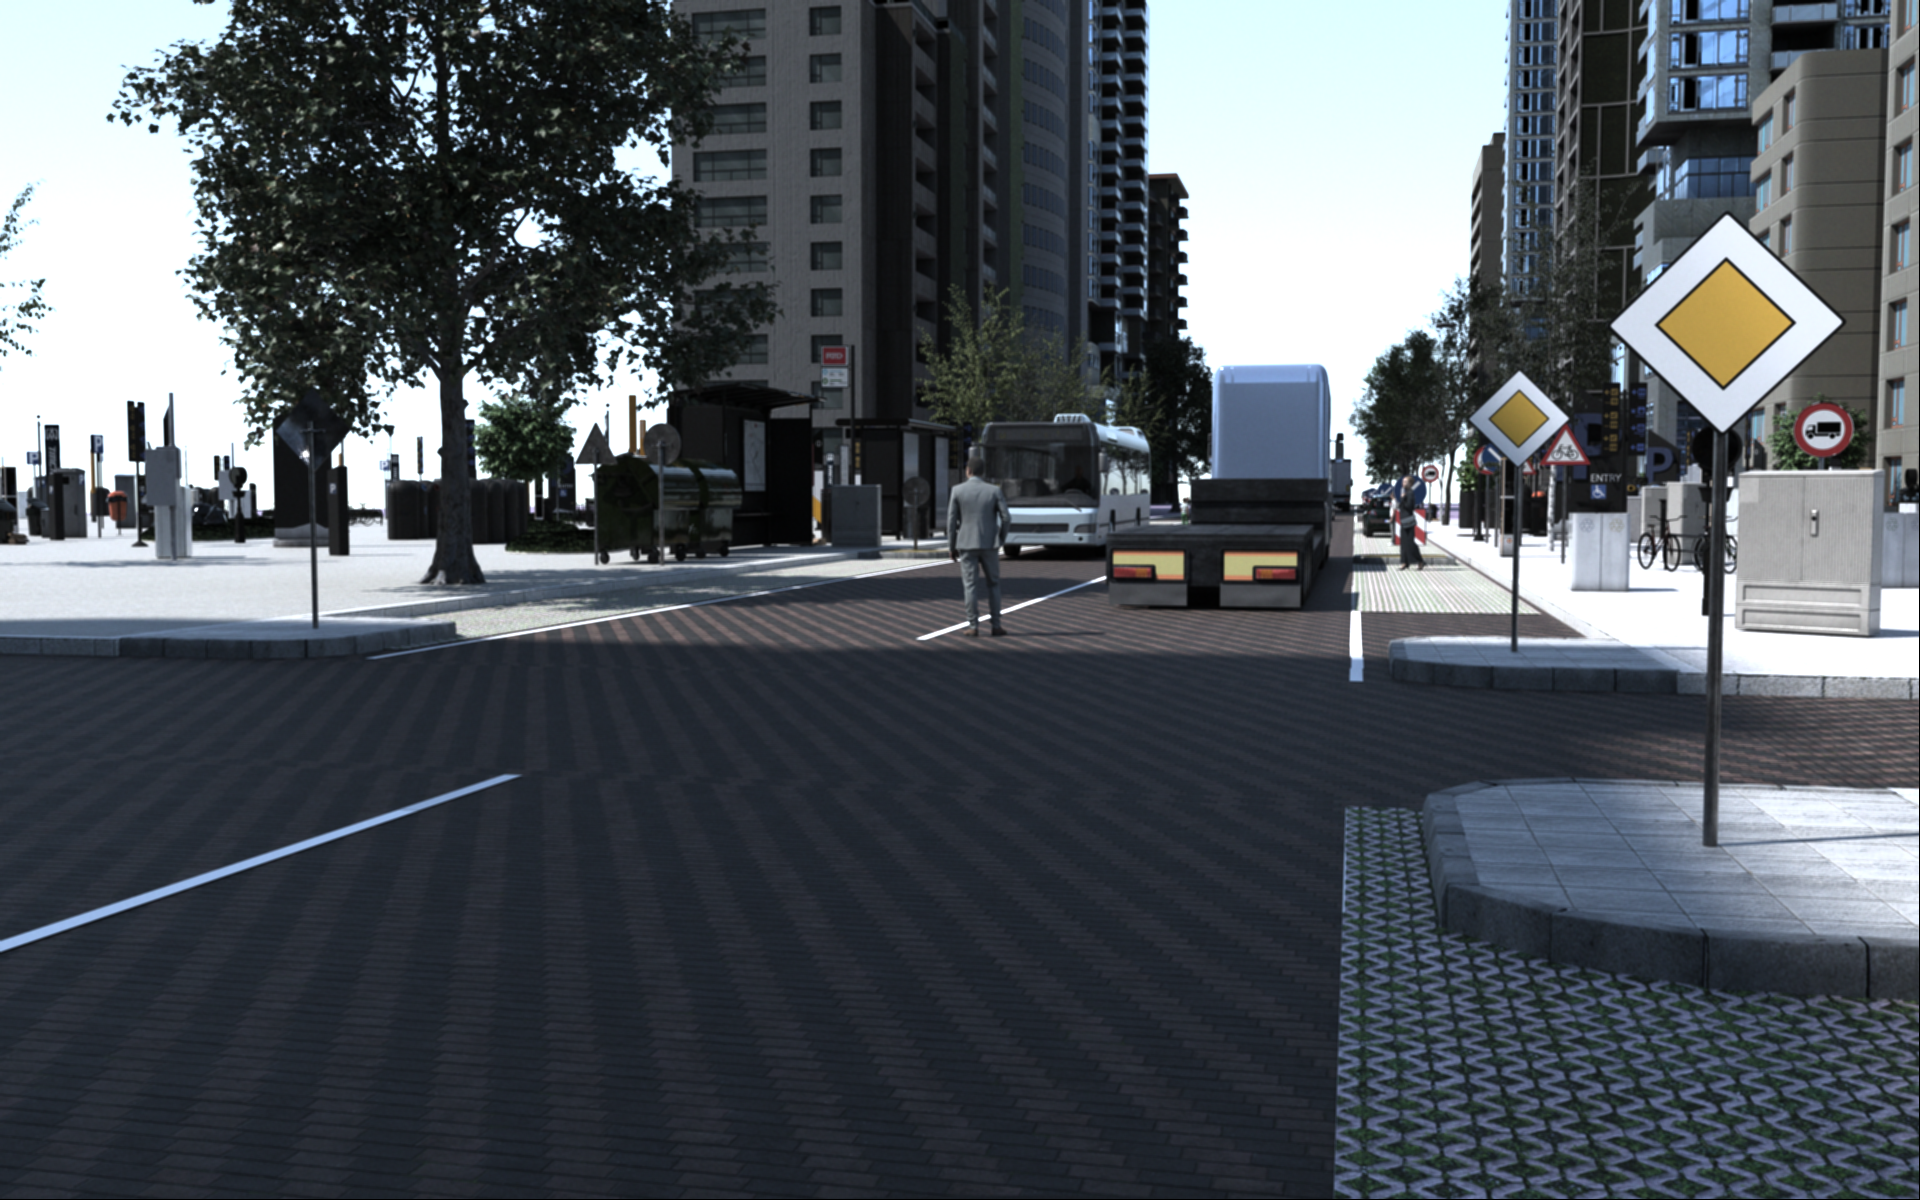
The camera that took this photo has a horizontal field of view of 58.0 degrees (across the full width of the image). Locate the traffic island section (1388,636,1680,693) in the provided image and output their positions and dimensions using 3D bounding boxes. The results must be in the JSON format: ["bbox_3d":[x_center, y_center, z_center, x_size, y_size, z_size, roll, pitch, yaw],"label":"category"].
[{"bbox_3d":[4.535,0.500,14.111,2.009,0.180,2.903,1,4,13],"label":"traffic island section"}]

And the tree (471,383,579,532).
[{"bbox_3d":[-12.578,-4.051,49.948,4.285,4.588,4.351,0,3,0],"label":"tree"}]

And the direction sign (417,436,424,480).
[{"bbox_3d":[-21.108,-4.635,67.774,0.379,3.537,0.876,-2,4,-31],"label":"direction sign"}]

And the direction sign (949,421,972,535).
[{"bbox_3d":[0.012,-3.793,54.016,0.876,3.537,0.379,-3,4,-36],"label":"direction sign"}]

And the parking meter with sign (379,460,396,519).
[{"bbox_3d":[-29.238,-5.693,89.349,0.543,3.016,1.738,1,4,10],"label":"parking meter with sign"}]

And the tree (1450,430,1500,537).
[{"bbox_3d":[15.559,-3.534,52.385,1.663,3.219,1.824,0,3,0],"label":"tree"}]

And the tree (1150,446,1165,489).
[{"bbox_3d":[11.028,-7.458,105.658,4.285,4.588,4.351,0,3,0],"label":"tree"}]

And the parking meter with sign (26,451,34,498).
[{"bbox_3d":[-37.178,-4.505,69.915,0.543,3.016,1.738,-3,4,-38],"label":"parking meter with sign"}]

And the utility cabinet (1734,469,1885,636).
[{"bbox_3d":[7.767,-0.440,15.869,0.318,1.500,1.173,-3,5,-44],"label":"utility cabinet"}]

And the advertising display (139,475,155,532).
[{"bbox_3d":[-26.811,-3.207,57.655,0.974,1.923,0.123,-1,4,-23],"label":"advertising display"}]

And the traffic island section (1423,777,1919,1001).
[{"bbox_3d":[2.757,0.976,6.326,2.009,0.180,2.903,1,4,13],"label":"traffic island section"}]

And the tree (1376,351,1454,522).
[{"bbox_3d":[22.088,-7.938,80.156,4.360,8.622,3.978,0,3,0],"label":"tree"}]

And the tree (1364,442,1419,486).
[{"bbox_3d":[56.653,-18.843,226.203,7.486,12.596,7.792,0,3,0],"label":"tree"}]

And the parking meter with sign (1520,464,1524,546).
[{"bbox_3d":[13.779,-2.867,43.144,0.543,3.016,1.738,1,4,19],"label":"parking meter with sign"}]

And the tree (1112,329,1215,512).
[{"bbox_3d":[15.029,-12.485,121.137,9.611,12.733,9.660,0,3,0],"label":"tree"}]

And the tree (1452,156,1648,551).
[{"bbox_3d":[13.277,-5.406,38.743,4.360,8.622,3.978,0,3,0],"label":"tree"}]

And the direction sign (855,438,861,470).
[{"bbox_3d":[-3.137,-3.933,56.309,0.876,3.537,0.379,2,4,26],"label":"direction sign"}]

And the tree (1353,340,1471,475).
[{"bbox_3d":[30.310,-11.648,116.203,9.928,11.665,9.643,0,3,0],"label":"tree"}]

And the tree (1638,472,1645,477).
[{"bbox_3d":[32.637,-5.321,81.594,1.663,3.219,1.824,0,3,0],"label":"tree"}]

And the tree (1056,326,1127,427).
[{"bbox_3d":[4.690,-7.733,76.800,4.737,8.622,4.395,0,3,0],"label":"tree"}]

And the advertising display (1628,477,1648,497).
[{"bbox_3d":[25.196,-3.635,64.648,0.974,1.923,0.123,-1,4,-11],"label":"advertising display"}]

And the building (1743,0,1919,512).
[{"bbox_3d":[45.184,-13.125,59.635,27.650,21.520,28.899,1,4,13],"label":"building"}]

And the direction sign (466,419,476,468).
[{"bbox_3d":[-15.055,-3.687,52.274,0.876,3.537,0.379,0,4,-5],"label":"direction sign"}]

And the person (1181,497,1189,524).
[{"bbox_3d":[8.760,-3.347,67.471,0.306,1.304,0.590,0,4,6],"label":"person"}]

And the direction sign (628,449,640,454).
[{"bbox_3d":[-16.209,-5.795,86.752,0.876,3.537,0.379,-3,4,-38],"label":"direction sign"}]

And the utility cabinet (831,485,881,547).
[{"bbox_3d":[-2.502,-2.021,41.729,1.173,1.500,0.318,1,4,15],"label":"utility cabinet"}]

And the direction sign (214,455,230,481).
[{"bbox_3d":[-43.028,-6.670,101.043,0.876,3.537,0.379,-1,4,-20],"label":"direction sign"}]

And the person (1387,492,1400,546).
[{"bbox_3d":[12.053,-2.261,48.059,0.523,1.515,0.503,0,4,-7],"label":"person"}]

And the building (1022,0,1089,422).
[{"bbox_3d":[-2.353,-36.370,136.656,21.231,58.520,28.212,1,4,13],"label":"building"}]

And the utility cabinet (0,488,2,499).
[{"bbox_3d":[-34.887,-3.307,62.750,0.318,1.500,1.173,3,5,43],"label":"utility cabinet"}]

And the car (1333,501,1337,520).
[{"bbox_3d":[19.268,-5.109,93.318,2.009,1.686,4.222,1,4,15],"label":"car"}]

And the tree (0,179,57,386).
[{"bbox_3d":[-18.670,-4.922,30.833,4.737,8.622,4.395,0,3,0],"label":"tree"}]

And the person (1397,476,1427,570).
[{"bbox_3d":[8.413,-1.433,32.352,0.534,1.772,0.576,-1,4,-10],"label":"person"}]

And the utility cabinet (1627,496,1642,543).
[{"bbox_3d":[17.440,-2.116,45.766,1.020,1.237,0.306,1,4,12],"label":"utility cabinet"}]

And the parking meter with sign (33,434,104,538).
[{"bbox_3d":[-26.039,-3.332,50.733,1.738,3.016,0.543,0,4,4],"label":"parking meter with sign"}]

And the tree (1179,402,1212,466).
[{"bbox_3d":[24.064,-14.532,163.361,9.928,11.665,9.643,0,3,0],"label":"tree"}]

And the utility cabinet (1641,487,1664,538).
[{"bbox_3d":[20.474,-2.552,50.397,1.173,1.500,0.318,0,4,5],"label":"utility cabinet"}]

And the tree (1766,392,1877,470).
[{"bbox_3d":[27.650,-4.398,55.628,4.285,4.588,4.351,0,3,0],"label":"tree"}]

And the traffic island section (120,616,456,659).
[{"bbox_3d":[-6.180,0.350,16.554,2.009,0.180,2.903,1,4,13],"label":"traffic island section"}]

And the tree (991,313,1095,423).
[{"bbox_3d":[3.048,-7.329,70.199,4.360,8.622,3.978,0,3,0],"label":"tree"}]

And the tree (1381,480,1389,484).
[{"bbox_3d":[52.629,-13.491,215.171,1.663,3.219,1.824,0,3,0],"label":"tree"}]

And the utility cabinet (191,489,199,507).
[{"bbox_3d":[-36.776,-4.516,82.522,1.173,1.500,0.318,2,4,28],"label":"utility cabinet"}]

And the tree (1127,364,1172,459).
[{"bbox_3d":[9.739,-9.077,98.766,4.737,8.622,4.395,0,3,0],"label":"tree"}]

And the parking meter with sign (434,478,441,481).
[{"bbox_3d":[-24.730,-5.287,82.708,1.738,3.016,0.543,2,4,29],"label":"parking meter with sign"}]

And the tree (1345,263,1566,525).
[{"bbox_3d":[20.119,-8.322,70.479,8.767,10.594,7.601,-3,4,-38],"label":"tree"}]

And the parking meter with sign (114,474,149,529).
[{"bbox_3d":[-31.126,-4.181,64.615,1.738,3.016,0.543,-1,4,-15],"label":"parking meter with sign"}]

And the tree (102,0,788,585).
[{"bbox_3d":[-7.309,-6.591,24.772,9.611,12.733,9.660,0,3,0],"label":"tree"}]

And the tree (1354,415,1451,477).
[{"bbox_3d":[44.357,-16.058,172.925,12.009,13.543,11.850,0,3,0],"label":"tree"}]

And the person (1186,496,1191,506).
[{"bbox_3d":[5.615,-1.995,41.298,0.466,1.800,0.511,0,4,0],"label":"person"}]

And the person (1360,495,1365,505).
[{"bbox_3d":[50.459,-12.672,216.422,1.217,1.736,0.721,-1,4,-23],"label":"person"}]

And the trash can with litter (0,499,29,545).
[{"bbox_3d":[-24.227,-2.008,44.221,1.055,1.170,0.624,1,4,22],"label":"trash can with litter"}]

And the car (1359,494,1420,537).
[{"bbox_3d":[14.446,-2.956,58.118,2.009,1.686,4.222,1,4,11],"label":"car"}]

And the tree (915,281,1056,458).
[{"bbox_3d":[0.624,-6.660,59.261,4.737,8.622,4.395,0,3,0],"label":"tree"}]

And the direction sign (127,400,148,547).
[{"bbox_3d":[-20.061,-3.074,42.262,0.379,3.537,0.876,0,4,0],"label":"direction sign"}]

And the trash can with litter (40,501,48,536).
[{"bbox_3d":[-28.095,-2.552,53.115,1.055,1.170,0.624,1,4,20],"label":"trash can with litter"}]

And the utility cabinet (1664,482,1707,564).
[{"bbox_3d":[13.241,-1.399,31.551,0.318,1.500,1.173,3,5,42],"label":"utility cabinet"}]

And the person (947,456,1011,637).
[{"bbox_3d":[0.192,-0.544,17.488,0.635,1.810,0.391,-1,4,-10],"label":"person"}]
